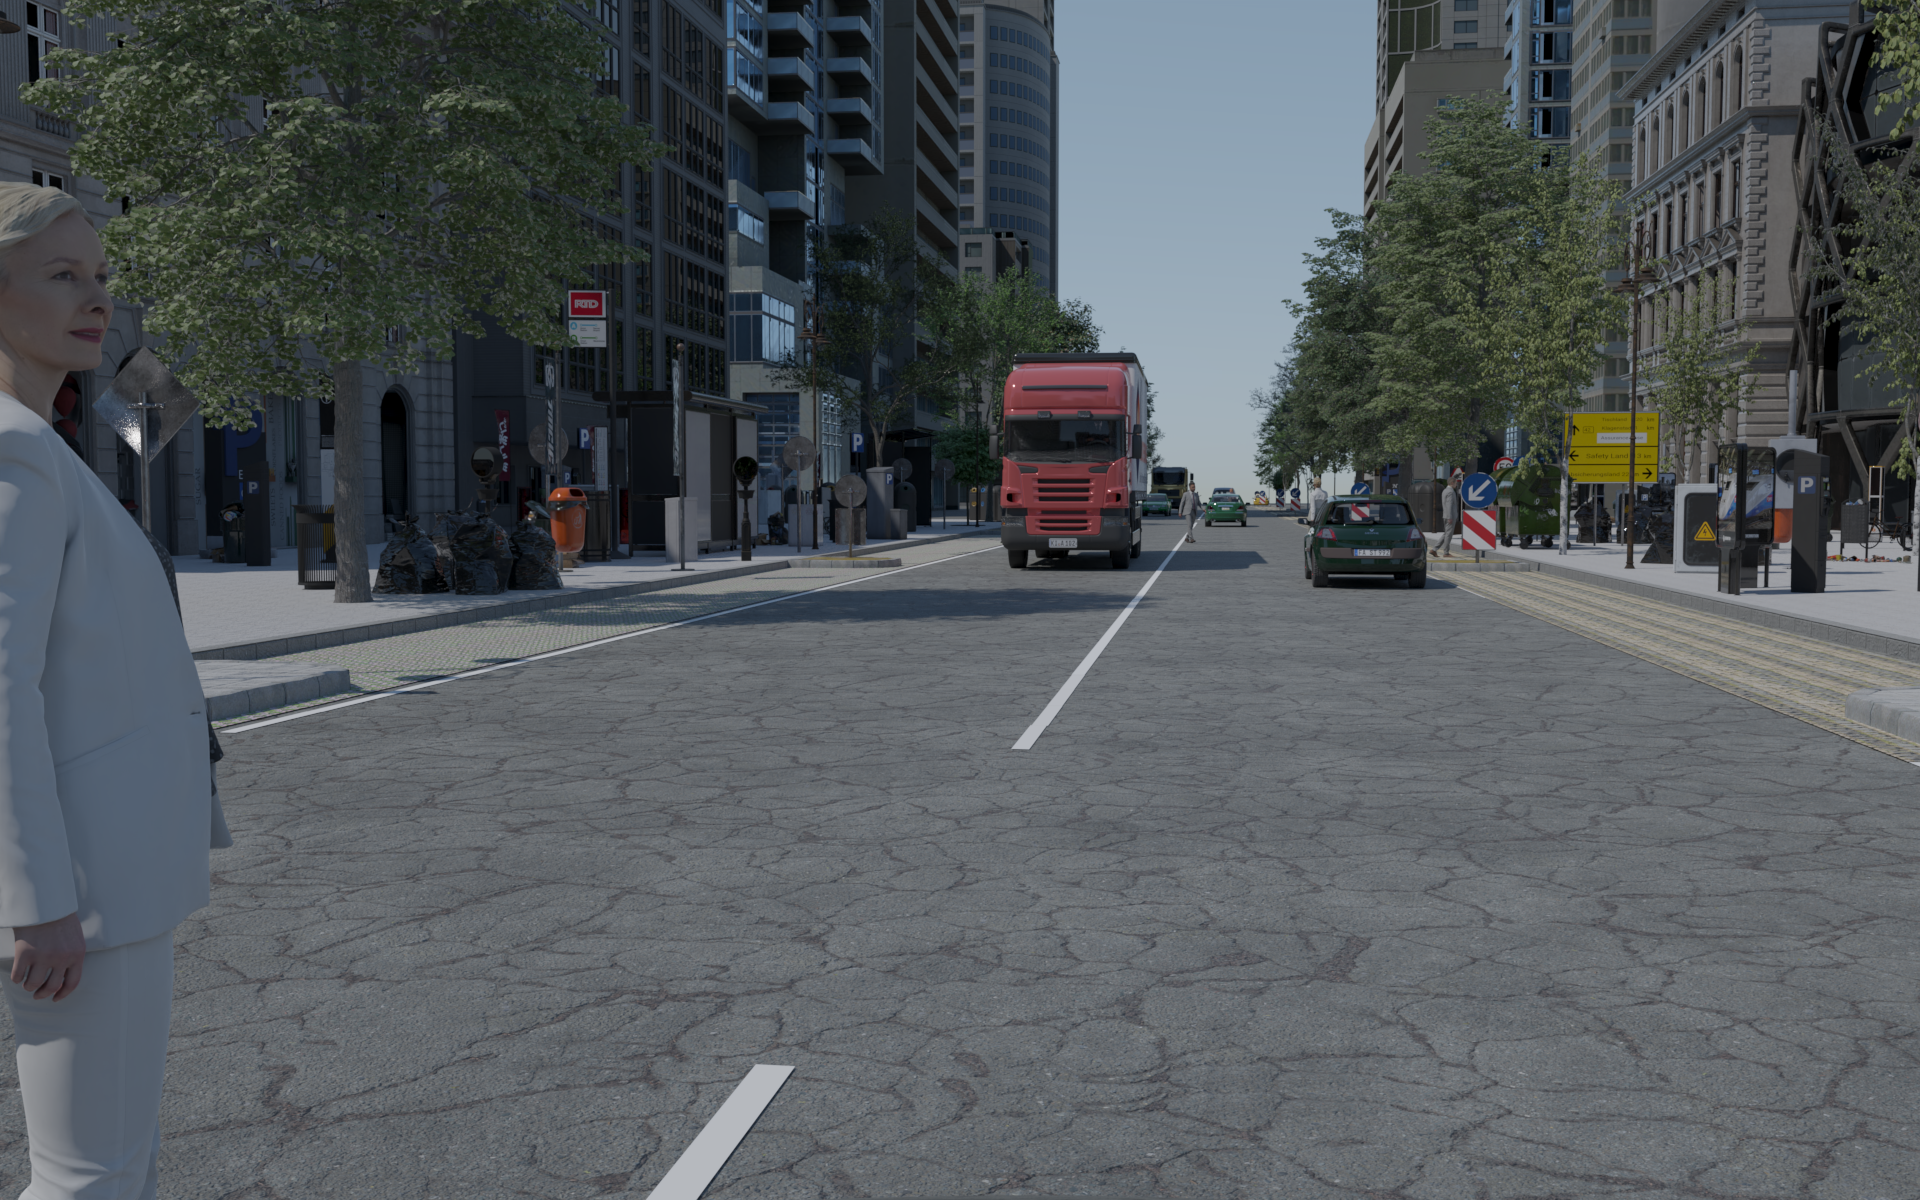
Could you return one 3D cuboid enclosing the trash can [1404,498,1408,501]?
[{"bbox_3d":[16.611,-3.207,64.087,0.748,1.137,0.748,0,3,0],"label":"trash can"}]

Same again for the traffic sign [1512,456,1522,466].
[{"bbox_3d":[18.696,-3.510,57.502,0.768,2.556,0.104,1,4,13],"label":"traffic sign"}]

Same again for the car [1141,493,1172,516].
[{"bbox_3d":[12.749,-6.340,112.455,1.959,1.807,4.718,1,4,10],"label":"car"}]

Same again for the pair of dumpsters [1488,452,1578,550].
[{"bbox_3d":[13.687,-2.402,41.760,1.574,2.255,4.437,1,4,8],"label":"pair of dumpsters"}]

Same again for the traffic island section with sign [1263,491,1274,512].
[{"bbox_3d":[24.960,-7.773,135.715,1.989,1.847,2.006,1,4,8],"label":"traffic island section with sign"}]

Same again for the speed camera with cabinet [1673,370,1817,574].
[{"bbox_3d":[12.608,-2.049,27.843,2.038,3.252,0.660,1,4,22],"label":"speed camera with cabinet"}]

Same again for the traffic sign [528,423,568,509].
[{"bbox_3d":[-7.325,-1.876,30.780,0.768,2.556,0.104,1,4,13],"label":"traffic sign"}]

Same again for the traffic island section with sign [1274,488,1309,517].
[{"bbox_3d":[20.970,-6.140,109.012,1.989,1.847,2.006,1,4,8],"label":"traffic island section with sign"}]

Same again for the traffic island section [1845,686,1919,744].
[{"bbox_3d":[6.505,0.748,10.046,2.009,0.180,2.903,1,4,8],"label":"traffic island section"}]

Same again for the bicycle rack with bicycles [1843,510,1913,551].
[{"bbox_3d":[22.030,-1.626,39.971,2.925,0.926,2.852,-1,4,-16],"label":"bicycle rack with bicycles"}]

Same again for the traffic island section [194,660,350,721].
[{"bbox_3d":[-5.553,0.638,11.845,2.009,0.180,2.903,1,4,8],"label":"traffic island section"}]

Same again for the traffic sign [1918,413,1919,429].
[{"bbox_3d":[11.888,-1.266,20.798,0.768,2.556,0.104,1,4,13],"label":"traffic sign"}]

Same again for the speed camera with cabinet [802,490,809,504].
[{"bbox_3d":[-7.687,-5.096,77.654,2.038,3.252,0.660,2,4,23],"label":"speed camera with cabinet"}]

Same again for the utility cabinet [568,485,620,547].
[{"bbox_3d":[-8.743,-2.000,41.376,1.173,1.500,0.318,-1,4,-10],"label":"utility cabinet"}]

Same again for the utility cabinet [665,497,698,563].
[{"bbox_3d":[-5.294,-1.330,32.899,0.306,1.237,1.020,1,4,11],"label":"utility cabinet"}]

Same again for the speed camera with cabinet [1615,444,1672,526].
[{"bbox_3d":[27.055,-4.534,68.474,2.038,3.252,0.660,3,4,37],"label":"speed camera with cabinet"}]

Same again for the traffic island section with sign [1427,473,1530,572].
[{"bbox_3d":[9.571,-1.473,32.704,1.989,1.847,2.006,1,4,8],"label":"traffic island section with sign"}]

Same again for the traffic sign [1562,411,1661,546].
[{"bbox_3d":[15.974,-2.978,42.564,2.265,3.308,0.079,1,4,12],"label":"traffic sign"}]

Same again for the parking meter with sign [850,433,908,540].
[{"bbox_3d":[-2.269,-3.225,48.993,1.738,3.016,0.543,2,4,35],"label":"parking meter with sign"}]

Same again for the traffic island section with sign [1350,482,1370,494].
[{"bbox_3d":[13.555,-3.106,59.404,1.989,1.847,2.006,1,4,8],"label":"traffic island section with sign"}]

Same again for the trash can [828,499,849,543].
[{"bbox_3d":[-3.143,-2.082,45.702,0.748,1.137,0.748,0,3,0],"label":"trash can"}]

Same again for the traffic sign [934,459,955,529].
[{"bbox_3d":[-0.567,-3.835,62.806,0.768,2.556,0.104,1,4,13],"label":"traffic sign"}]

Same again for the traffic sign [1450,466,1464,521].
[{"bbox_3d":[21.063,-4.481,73.267,0.884,2.594,0.081,1,4,14],"label":"traffic sign"}]

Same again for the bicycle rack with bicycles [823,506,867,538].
[{"bbox_3d":[-3.227,-2.344,51.712,2.925,0.926,2.852,0,4,6],"label":"bicycle rack with bicycles"}]

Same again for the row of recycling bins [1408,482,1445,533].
[{"bbox_3d":[15.920,-3.190,59.275,1.069,1.692,3.534,0,4,7],"label":"row of recycling bins"}]

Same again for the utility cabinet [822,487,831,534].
[{"bbox_3d":[-4.295,-2.887,55.880,0.318,1.500,1.173,0,4,-4],"label":"utility cabinet"}]

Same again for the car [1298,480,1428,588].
[{"bbox_3d":[6.463,-1.103,27.819,2.009,1.686,4.222,1,4,9],"label":"car"}]

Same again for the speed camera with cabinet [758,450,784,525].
[{"bbox_3d":[-8.373,-4.800,72.812,0.660,3.252,2.038,2,4,33],"label":"speed camera with cabinet"}]

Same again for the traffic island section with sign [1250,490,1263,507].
[{"bbox_3d":[33.076,-11.099,190.102,1.989,1.847,2.006,1,4,8],"label":"traffic island section with sign"}]

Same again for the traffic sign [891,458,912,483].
[{"bbox_3d":[-2.081,-3.754,61.489,0.768,2.556,0.104,1,4,13],"label":"traffic sign"}]

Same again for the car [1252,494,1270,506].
[{"bbox_3d":[34.735,-11.600,199.879,2.015,1.641,3.980,1,4,8],"label":"car"}]

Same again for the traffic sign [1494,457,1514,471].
[{"bbox_3d":[18.623,-3.616,59.231,0.768,2.556,0.104,1,4,9],"label":"traffic sign"}]

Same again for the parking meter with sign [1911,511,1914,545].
[{"bbox_3d":[24.410,-2.890,43.519,0.543,3.016,1.738,3,5,44],"label":"parking meter with sign"}]

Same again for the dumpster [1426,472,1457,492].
[{"bbox_3d":[21.387,-4.581,77.391,1.502,2.255,1.985,1,4,8],"label":"dumpster"}]

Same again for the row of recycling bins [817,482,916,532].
[{"bbox_3d":[-3.194,-3.185,59.193,3.534,1.692,1.069,1,4,14],"label":"row of recycling bins"}]

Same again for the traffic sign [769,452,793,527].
[{"bbox_3d":[-4.885,-2.845,47.706,0.795,2.450,0.064,1,4,14],"label":"traffic sign"}]

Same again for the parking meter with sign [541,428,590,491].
[{"bbox_3d":[-10.731,-3.045,46.046,1.738,3.016,0.543,1,4,17],"label":"parking meter with sign"}]

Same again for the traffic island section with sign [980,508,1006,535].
[{"bbox_3d":[1.807,-3.213,61.162,1.989,1.847,2.006,1,4,8],"label":"traffic island section with sign"}]

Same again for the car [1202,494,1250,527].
[{"bbox_3d":[11.826,-3.984,76.939,2.131,1.459,4.920,1,4,9],"label":"car"}]

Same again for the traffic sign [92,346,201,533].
[{"bbox_3d":[-5.528,-0.498,11.780,0.795,2.450,0.064,1,4,8],"label":"traffic sign"}]

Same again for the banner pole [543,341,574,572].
[{"bbox_3d":[-6.597,-2.333,28.170,0.401,3.779,0.863,0,4,7],"label":"banner pole"}]

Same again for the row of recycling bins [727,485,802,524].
[{"bbox_3d":[-8.557,-4.202,75.819,3.534,1.692,1.069,1,4,15],"label":"row of recycling bins"}]

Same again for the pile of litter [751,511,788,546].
[{"bbox_3d":[-4.894,-1.821,43.732,1.176,0.858,1.719,2,4,24],"label":"pile of litter"}]

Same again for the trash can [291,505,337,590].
[{"bbox_3d":[-8.628,-0.718,23.392,0.748,1.137,0.748,0,3,0],"label":"trash can"}]

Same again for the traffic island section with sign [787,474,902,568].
[{"bbox_3d":[-2.213,-1.563,34.177,1.989,1.847,2.006,1,4,8],"label":"traffic island section with sign"}]

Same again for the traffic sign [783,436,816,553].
[{"bbox_3d":[-3.533,-2.315,37.954,0.768,2.556,0.104,1,4,14],"label":"traffic sign"}]

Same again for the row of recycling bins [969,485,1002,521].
[{"bbox_3d":[1.581,-4.678,83.591,1.069,1.692,3.534,-2,4,-30],"label":"row of recycling bins"}]

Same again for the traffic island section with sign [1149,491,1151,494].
[{"bbox_3d":[21.424,-11.243,192.456,1.989,1.847,2.006,1,4,8],"label":"traffic island section with sign"}]
